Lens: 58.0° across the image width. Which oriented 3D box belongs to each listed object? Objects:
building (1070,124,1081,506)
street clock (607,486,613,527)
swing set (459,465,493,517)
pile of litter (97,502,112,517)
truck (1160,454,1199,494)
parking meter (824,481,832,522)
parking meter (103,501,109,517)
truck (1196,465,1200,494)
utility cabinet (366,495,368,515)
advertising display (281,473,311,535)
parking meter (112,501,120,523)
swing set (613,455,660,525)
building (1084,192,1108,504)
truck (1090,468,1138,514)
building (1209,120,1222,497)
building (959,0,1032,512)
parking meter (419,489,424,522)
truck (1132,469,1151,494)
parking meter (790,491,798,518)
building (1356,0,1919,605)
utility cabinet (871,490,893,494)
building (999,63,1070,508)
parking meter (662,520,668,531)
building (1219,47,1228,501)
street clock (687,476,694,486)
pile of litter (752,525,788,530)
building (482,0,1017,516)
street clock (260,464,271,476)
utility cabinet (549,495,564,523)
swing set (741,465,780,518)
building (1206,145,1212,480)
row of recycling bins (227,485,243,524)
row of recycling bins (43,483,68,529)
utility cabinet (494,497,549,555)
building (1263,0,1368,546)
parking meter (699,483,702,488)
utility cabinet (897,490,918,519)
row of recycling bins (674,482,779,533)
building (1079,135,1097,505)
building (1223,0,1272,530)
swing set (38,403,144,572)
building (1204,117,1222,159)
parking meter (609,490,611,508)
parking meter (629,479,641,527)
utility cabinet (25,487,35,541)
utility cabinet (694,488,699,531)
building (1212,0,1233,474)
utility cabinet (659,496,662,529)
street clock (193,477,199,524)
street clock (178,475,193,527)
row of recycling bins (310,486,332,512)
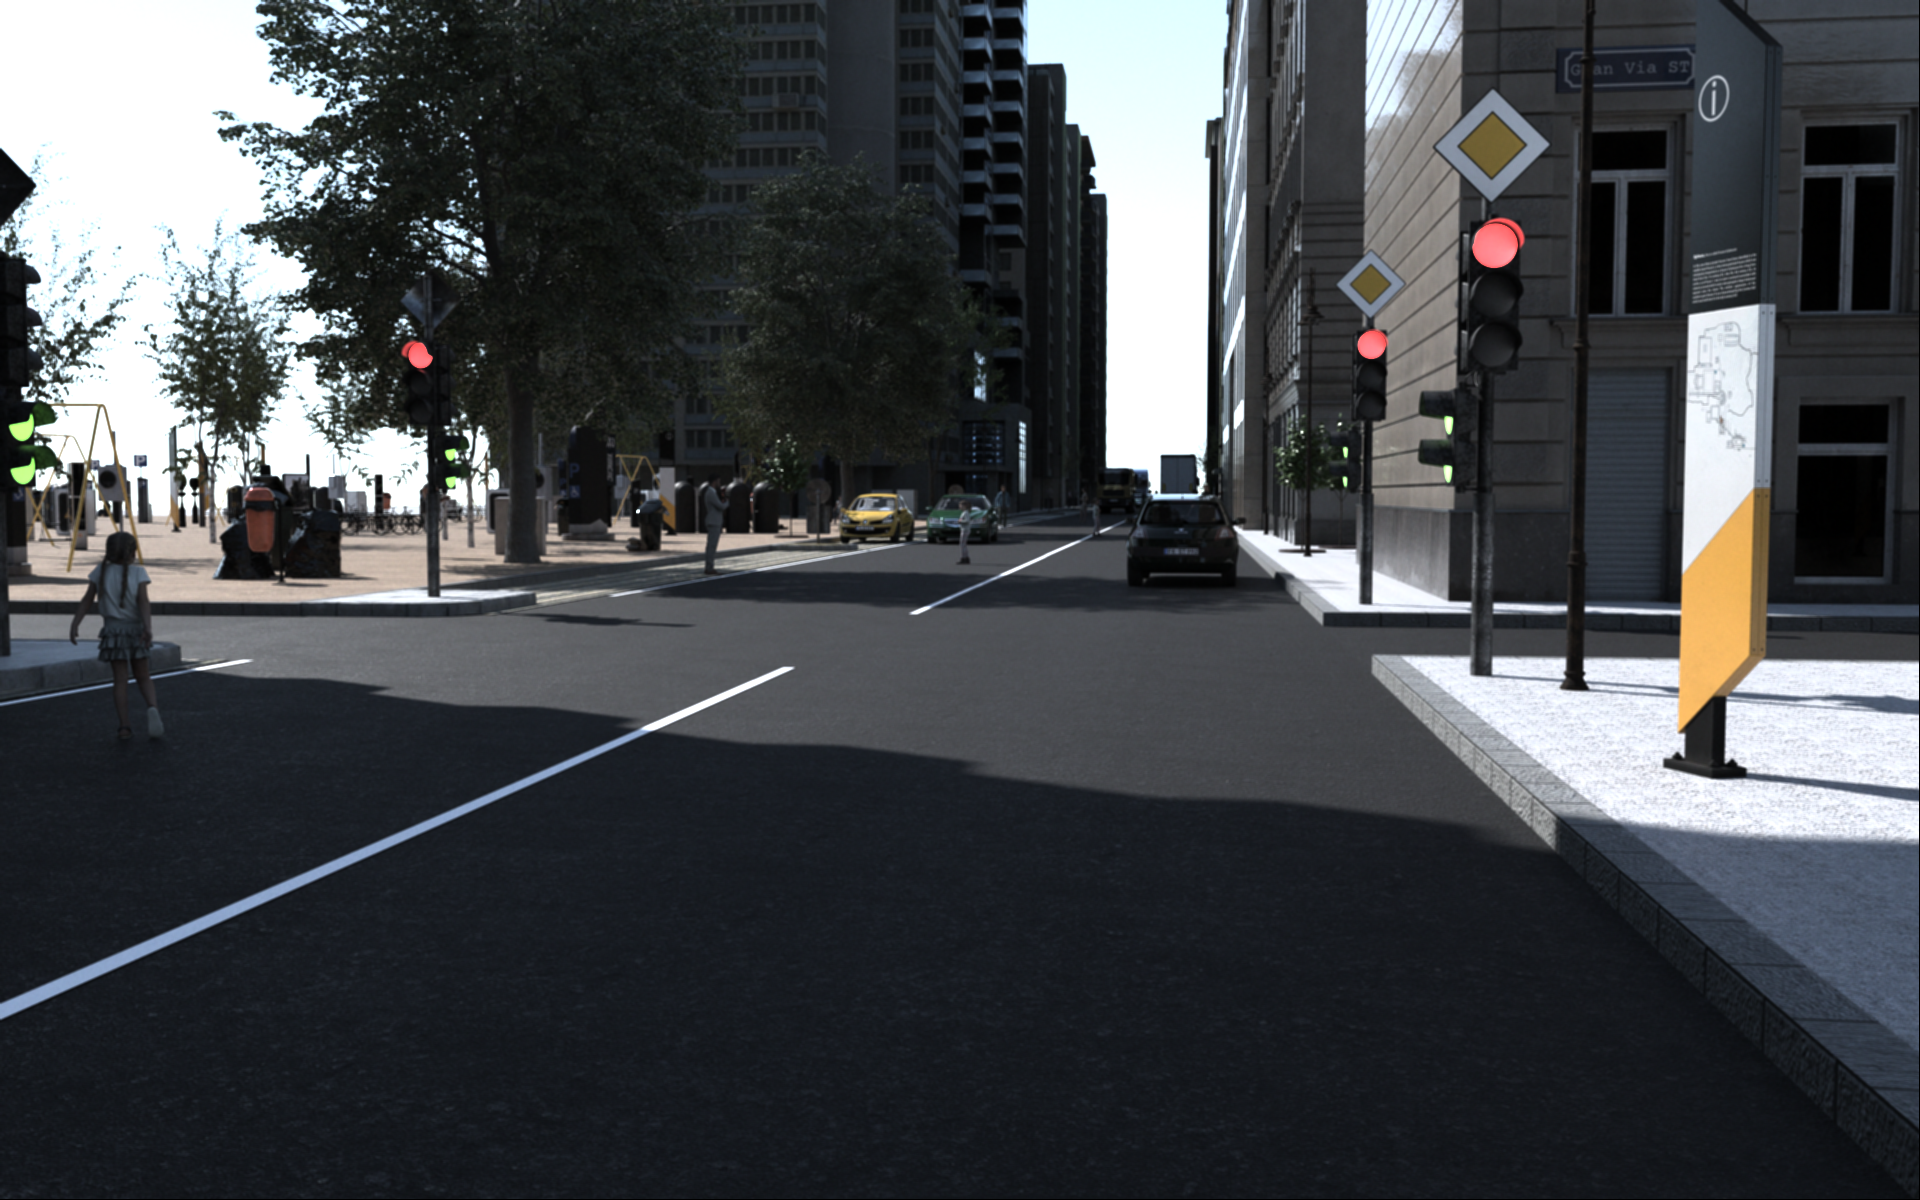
[{"bbox_3d":[5.533,-30.769,186.667,14.154,41.232,14.086,0,4,7],"label":"building"},{"bbox_3d":[-13.525,-3.791,66.556,0.358,2.002,0.471,3,5,43],"label":"street clock"},{"bbox_3d":[-26.132,-5.769,91.946,2.862,2.851,3.119,1,4,11],"label":"swing set"},{"bbox_3d":[-48.356,-5.177,98.606,1.176,0.858,1.719,3,5,40],"label":"pile of litter"},{"bbox_3d":[16.136,-8.478,127.526,2.839,4.237,11.283,1,4,8],"label":"truck"},{"bbox_3d":[-5.977,-4.433,78.183,0.399,1.863,0.255,-1,4,-10],"label":"parking meter"},{"bbox_3d":[-47.943,-5.596,97.208,0.255,1.863,0.399,-2,4,-26],"label":"parking meter"},{"bbox_3d":[19.131,-9.650,147.534,2.967,4.110,18.799,0,4,7],"label":"truck"},{"bbox_3d":[-33.874,-5.306,97.908,0.306,1.237,1.020,0,4,8],"label":"utility cabinet"},{"bbox_3d":[-20.613,-2.972,53.805,0.123,1.923,0.974,2,4,30],"label":"advertising display"},{"bbox_3d":[-37.251,-4.324,76.415,0.255,1.863,0.399,-2,4,-34],"label":"parking meter"},{"bbox_3d":[-13.310,-4.456,70.482,2.862,2.851,3.119,1,4,11],"label":"swing set"},{"bbox_3d":[12.101,-33.406,229.786,14.154,41.232,14.086,0,4,7],"label":"building"},{"bbox_3d":[11.662,-8.152,129.210,3.469,3.379,9.791,0,4,8],"label":"truck"},{"bbox_3d":[37.052,-33.759,202.073,14.600,45.320,14.200,0,4,7],"label":"building"},{"bbox_3d":[-4.908,-50.429,137.193,22.319,86.520,31.000,0,4,7],"label":"building"},{"bbox_3d":[-22.635,-3.961,73.170,0.372,1.533,0.369,0,3,0],"label":"parking meter"},{"bbox_3d":[19.471,-12.128,188.044,2.967,4.110,18.799,0,4,8],"label":"truck"},{"bbox_3d":[-8.944,-5.361,93.366,0.255,1.863,0.399,3,5,42],"label":"parking meter"},{"bbox_3d":[18.588,-13.861,23.895,25.104,27.353,12.463,0,4,7],"label":"building"},{"bbox_3d":[-4.282,-5.296,95.276,1.173,1.500,0.318,1,4,12],"label":"utility cabinet"},{"bbox_3d":[2.337,-29.171,160.532,14.154,41.232,14.086,0,4,7],"label":"building"},{"bbox_3d":[-10.296,-3.211,60.914,0.372,1.533,0.369,0,3,0],"label":"parking meter"},{"bbox_3d":[31.386,-29.230,161.502,14.154,41.232,14.086,0,4,7],"label":"building"},{"bbox_3d":[-10.952,-4.026,70.395,0.358,2.002,0.471,0,4,-4],"label":"street clock"},{"bbox_3d":[-6.970,-3.002,63.046,1.176,0.858,1.719,-3,4,-39],"label":"pile of litter"},{"bbox_3d":[-13.003,-25.623,110.823,32.217,40.220,23.993,0,4,7],"label":"building"},{"bbox_3d":[-16.977,-2.313,42.393,0.358,2.002,0.471,-1,4,-18],"label":"street clock"},{"bbox_3d":[-17.863,-3.993,76.442,0.306,1.237,1.020,1,4,15],"label":"utility cabinet"},{"bbox_3d":[-11.587,-5.949,94.879,2.862,2.851,3.119,-1,4,-19],"label":"swing set"},{"bbox_3d":[37.958,-34.632,216.346,14.600,45.320,14.200,0,4,7],"label":"building"},{"bbox_3d":[-30.343,-4.156,75.056,3.534,1.692,1.069,2,4,26],"label":"row of recycling bins"},{"bbox_3d":[-32.820,-3.444,63.420,1.069,1.692,3.534,-2,4,-35],"label":"row of recycling bins"},{"bbox_3d":[-9.307,-1.559,36.653,1.020,1.237,0.306,0,4,4],"label":"utility cabinet"},{"bbox_3d":[14.160,-12.338,50.874,9.793,20.994,18.267,0,4,7],"label":"building"},{"bbox_3d":[-13.618,-5.279,92.016,0.399,1.863,0.255,-2,4,-25],"label":"parking meter"},{"bbox_3d":[-2.670,-4.848,87.949,1.173,1.500,0.318,3,5,40],"label":"utility cabinet"},{"bbox_3d":[-7.756,-3.060,57.149,3.534,1.692,1.069,-1,4,-11],"label":"row of recycling bins"},{"bbox_3d":[4.915,-33.864,208.292,22.147,44.769,28.867,0,4,7],"label":"building"},{"bbox_3d":[21.717,-16.611,76.104,19.350,26.468,34.151,0,4,7],"label":"building"},{"bbox_3d":[-16.052,-1.971,29.838,3.119,2.851,2.862,0,4,-2],"label":"swing set"},{"bbox_3d":[47.775,-39.572,236.233,28.713,52.752,27.495,0,4,7],"label":"building"},{"bbox_3d":[-15.347,-4.088,75.254,0.372,1.533,0.369,0,3,0],"label":"parking meter"},{"bbox_3d":[-12.519,-3.732,66.734,0.399,1.863,0.255,-2,4,-25],"label":"parking meter"},{"bbox_3d":[-25.753,-2.358,47.231,1.173,1.500,0.318,2,4,28],"label":"utility cabinet"},{"bbox_3d":[-9.435,-3.101,59.385,1.173,1.500,0.318,-3,5,-42],"label":"utility cabinet"},{"bbox_3d":[32.515,-31.736,138.491,23.786,49.044,30.456,0,4,7],"label":"building"},{"bbox_3d":[-10.580,-3.212,63.679,1.020,1.237,0.306,2,4,32],"label":"utility cabinet"},{"bbox_3d":[-33.281,-4.328,75.338,0.358,2.002,0.471,1,4,9],"label":"street clock"},{"bbox_3d":[-30.108,-3.820,67.021,0.471,2.002,0.358,3,5,40],"label":"street clock"},{"bbox_3d":[-33.514,-5.030,89.356,3.534,1.692,1.069,3,5,42],"label":"row of recycling bins"}]
